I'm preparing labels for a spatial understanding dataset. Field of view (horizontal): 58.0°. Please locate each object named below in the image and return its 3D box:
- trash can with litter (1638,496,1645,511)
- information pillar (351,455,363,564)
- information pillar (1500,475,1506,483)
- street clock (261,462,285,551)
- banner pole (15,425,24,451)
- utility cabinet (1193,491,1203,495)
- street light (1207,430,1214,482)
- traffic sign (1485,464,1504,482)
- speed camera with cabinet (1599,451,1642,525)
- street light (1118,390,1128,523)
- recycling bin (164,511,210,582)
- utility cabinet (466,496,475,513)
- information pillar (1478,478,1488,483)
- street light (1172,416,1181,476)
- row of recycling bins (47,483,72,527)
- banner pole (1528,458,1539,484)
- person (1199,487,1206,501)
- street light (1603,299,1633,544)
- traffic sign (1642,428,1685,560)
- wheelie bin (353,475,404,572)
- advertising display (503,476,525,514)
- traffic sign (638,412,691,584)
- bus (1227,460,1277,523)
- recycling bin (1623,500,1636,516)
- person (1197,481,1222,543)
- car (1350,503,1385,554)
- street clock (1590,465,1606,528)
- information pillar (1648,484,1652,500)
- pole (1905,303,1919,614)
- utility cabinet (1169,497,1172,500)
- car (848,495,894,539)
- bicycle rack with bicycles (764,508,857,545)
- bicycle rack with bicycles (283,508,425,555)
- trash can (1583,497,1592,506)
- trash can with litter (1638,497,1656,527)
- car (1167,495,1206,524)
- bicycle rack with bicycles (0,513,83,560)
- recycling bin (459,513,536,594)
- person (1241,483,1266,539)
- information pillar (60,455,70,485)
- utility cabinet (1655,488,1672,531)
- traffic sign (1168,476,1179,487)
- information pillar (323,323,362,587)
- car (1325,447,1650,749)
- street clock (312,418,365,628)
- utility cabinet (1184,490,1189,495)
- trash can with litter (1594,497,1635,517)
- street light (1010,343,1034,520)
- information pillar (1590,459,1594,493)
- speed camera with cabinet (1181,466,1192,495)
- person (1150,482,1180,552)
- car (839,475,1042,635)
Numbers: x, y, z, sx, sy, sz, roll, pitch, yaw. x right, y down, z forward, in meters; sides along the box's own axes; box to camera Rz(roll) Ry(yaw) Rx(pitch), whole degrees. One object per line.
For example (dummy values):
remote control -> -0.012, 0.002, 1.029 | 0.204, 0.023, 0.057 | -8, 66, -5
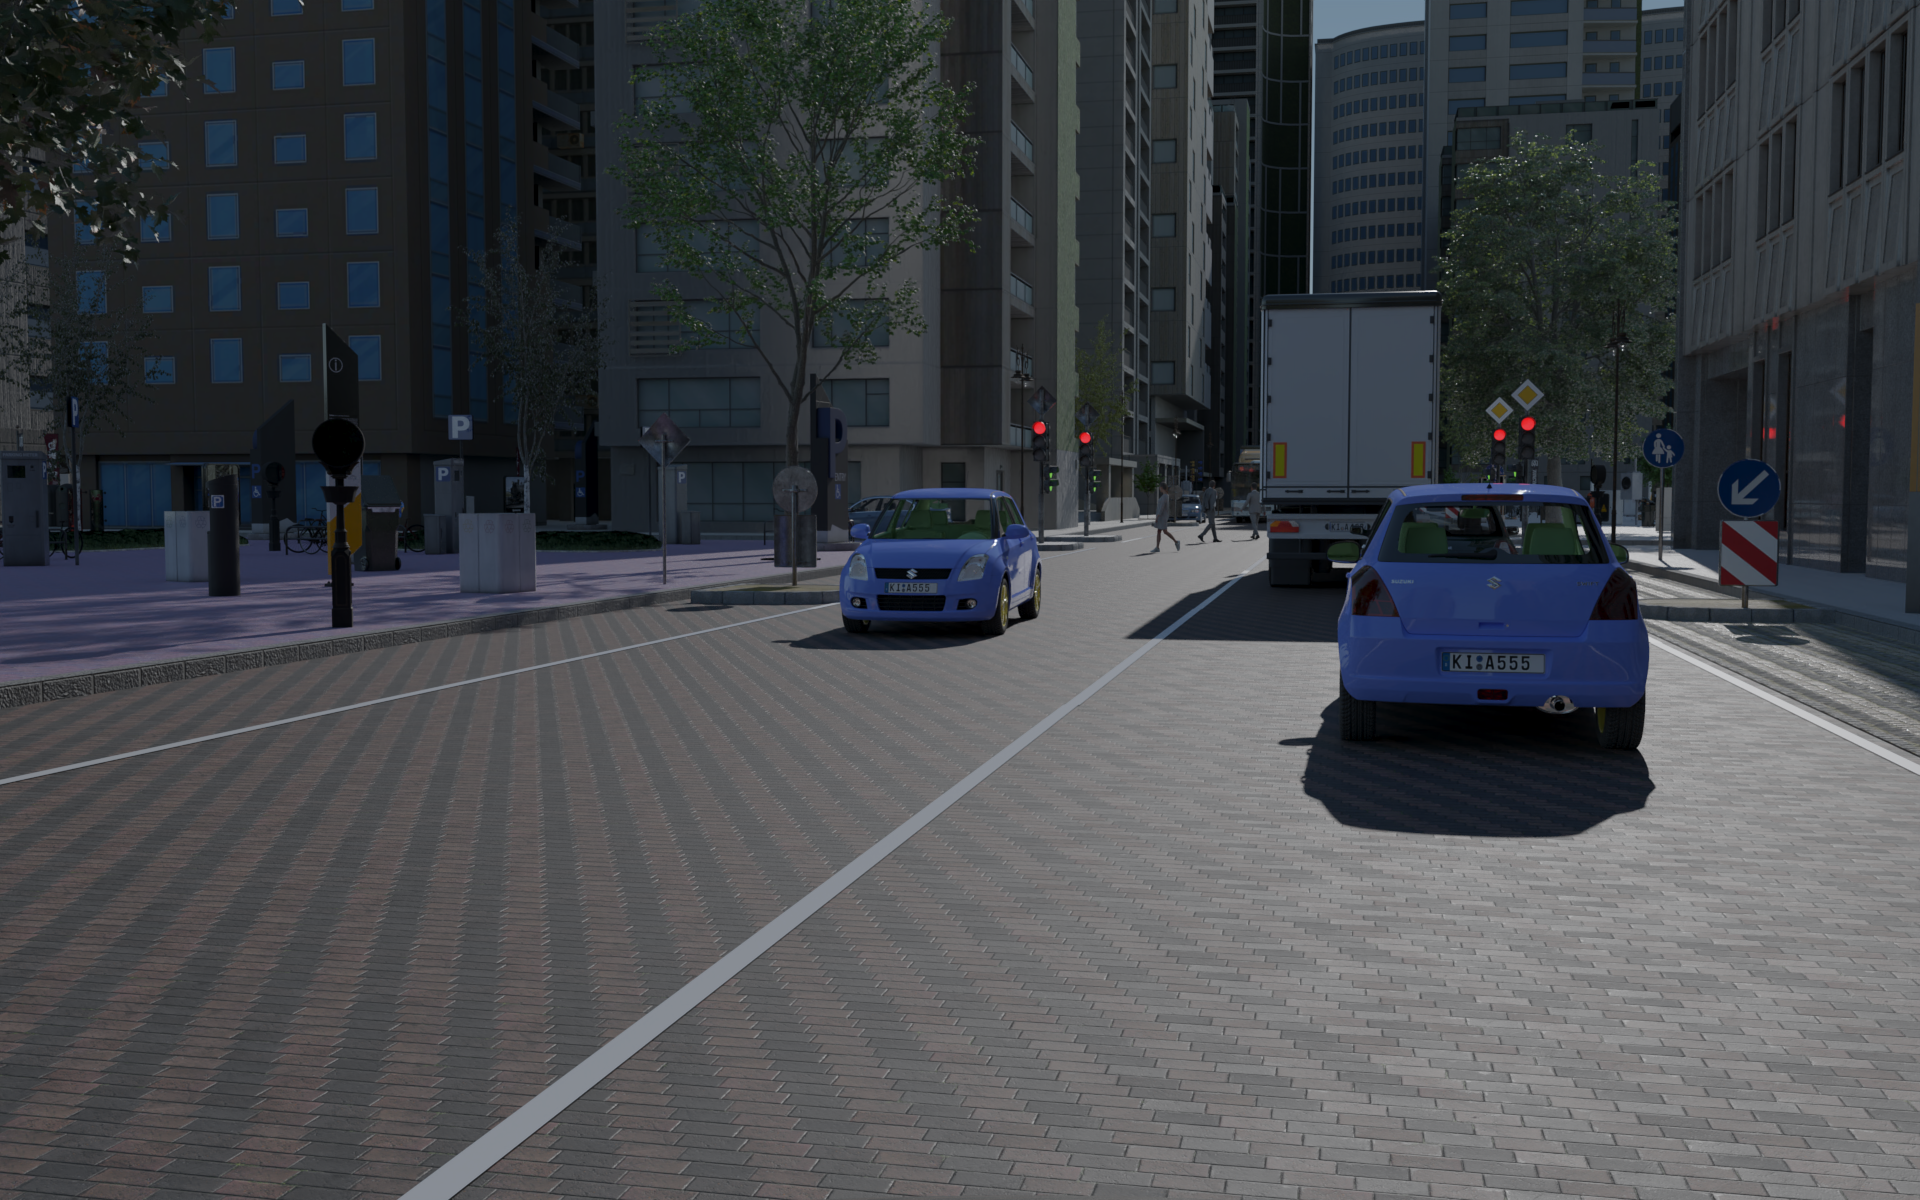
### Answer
trash can with litter -> 38.156, -5.333, 98.244 | 2.233, 1.210, 1.678 | 0, 4, 2
information pillar -> -11.092, -1.662, 31.674 | 0.304, 2.012, 0.304 | 0, 4, -6
information pillar -> 21.161, -3.871, 67.782 | 0.304, 2.012, 0.304 | 2, 4, 32
street clock -> -15.435, -2.103, 38.960 | 0.358, 2.002, 0.471 | 3, 5, 42
banner pole -> -33.983, -4.444, 62.680 | 0.401, 3.779, 0.863 | -3, 5, -44
utility cabinet -> 16.780, -6.813, 120.070 | 1.173, 1.500, 0.318 | 1, 4, 23
street light -> 18.096, -9.335, 125.422 | 0.468, 5.910, 1.993 | 1, 4, 13
traffic sign -> 22.221, -4.403, 72.090 | 0.768, 2.556, 0.104 | 1, 4, 19
speed camera with cabinet -> 27.554, -4.775, 72.400 | 0.660, 3.252, 2.038 | -1, 4, -22
street light -> 7.220, -6.382, 77.133 | 0.468, 5.910, 1.993 | 1, 4, 13
recycling bin -> -11.232, -0.797, 25.593 | 0.722, 1.027, 0.722 | 3, 4, 36
utility cabinet -> -32.034, -6.232, 113.051 | 1.020, 1.237, 0.306 | 3, 4, 36
information pillar -> 23.220, -4.432, 76.953 | 0.304, 2.012, 0.304 | -1, 4, -9
street light -> 12.602, -7.850, 101.135 | 0.468, 5.910, 1.993 | 1, 4, 13
row of recycling bins -> -36.025, -3.738, 68.234 | 3.534, 1.692, 1.069 | 2, 4, 26
banner pole -> 35.157, -7.124, 106.497 | 0.863, 3.779, 0.401 | 0, 4, 6
person -> 12.794, -5.020, 90.849 | 0.520, 1.790, 0.573 | 1, 4, 15
street light -> 15.587, -4.181, 41.147 | 0.468, 5.910, 1.993 | 1, 4, 13
traffic sign -> 13.638, -2.052, 33.649 | 0.768, 2.556, 0.104 | 1, 4, 14
wheelie bin -> -9.808, -1.285, 28.924 | 0.693, 1.594, 0.980 | 3, 5, 43
advertising display -> -15.628, -3.403, 60.856 | 0.123, 1.923, 0.974 | 2, 4, 35
traffic sign -> -4.191, -1.428, 24.536 | 0.795, 2.450, 0.064 | 1, 4, 15
bus -> 15.757, -5.799, 89.680 | 2.948, 3.499, 13.247 | 1, 4, 13
recycling bin -> 39.493, -5.478, 102.116 | 0.722, 1.027, 0.722 | 1, 4, 17
person -> 7.424, -2.610, 51.268 | 0.850, 1.850, 0.679 | -1, 4, -17
car -> 5.694, -0.671, 20.755 | 2.009, 1.686, 4.222 | 1, 4, 13
street clock -> 15.775, -2.342, 42.858 | 0.358, 2.002, 0.471 | 0, 4, -1
information pillar -> 41.177, -6.850, 103.344 | 0.183, 3.616, 0.504 | 2, 4, 32
pole -> 10.302, -1.512, 18.560 | 0.158, 3.312, 0.155 | 0, 3, 0
utility cabinet -> 13.286, -6.013, 109.481 | 0.306, 1.237, 1.020 | -1, 4, -15
car -> -2.435, -2.335, 50.174 | 4.499, 1.417, 2.014 | 1, 4, 11
bicycle rack with bicycles -> -3.653, -1.883, 44.172 | 2.852, 0.926, 2.925 | 1, 4, 16
bicycle rack with bicycles -> -13.265, -1.460, 37.255 | 2.925, 0.926, 2.852 | 1, 4, 11
trash can -> 26.342, -3.771, 73.307 | 0.748, 1.137, 0.748 | 0, 3, 0
trash can with litter -> 27.009, -3.428, 67.431 | 1.055, 1.170, 0.624 | 0, 4, 0
car -> 11.065, -4.448, 84.725 | 2.014, 1.417, 4.499 | 1, 4, 13
bicycle rack with bicycles -> -18.460, -1.235, 33.574 | 2.852, 0.926, 2.925 | 2, 4, 34
recycling bin -> -6.059, -0.621, 22.703 | 0.722, 1.027, 0.722 | 2, 4, 26
person -> 9.327, -2.818, 54.849 | 0.678, 1.792, 0.850 | -1, 4, -18
information pillar -> -36.776, -4.878, 71.111 | 0.504, 3.616, 0.183 | 1, 4, 11
utility cabinet -> 24.190, -3.065, 58.786 | 1.173, 1.500, 0.318 | -1, 4, -19
traffic sign -> 11.847, -5.753, 96.187 | 0.606, 2.300, 0.079 | 1, 4, 14
information pillar -> -8.579, -1.999, 24.041 | 0.183, 3.616, 0.504 | 3, 5, 43
car -> 3.330, -0.096, 11.160 | 1.945, 1.707, 3.694 | 1, 4, 13
street clock -> -5.959, -0.739, 16.657 | 0.471, 2.002, 0.358 | -1, 4, -16
utility cabinet -> 13.667, -5.850, 104.330 | 0.318, 1.500, 1.173 | 0, 4, 6
trash can with litter -> 33.107, -4.761, 88.902 | 2.233, 1.210, 1.678 | -2, 4, -31
street light -> 1.921, -4.928, 53.361 | 0.468, 5.910, 1.993 | 1, 4, 13
information pillar -> 41.691, -7.516, 114.237 | 0.183, 3.616, 0.504 | 3, 4, 37
speed camera with cabinet -> 16.518, -7.752, 121.078 | 2.038, 3.252, 0.660 | 1, 4, 22
person -> 5.059, -2.050, 42.768 | 0.760, 1.731, 0.466 | -1, 4, -21
car -> -0.148, -0.568, 18.872 | 1.945, 1.707, 3.694 | 1, 4, 11
